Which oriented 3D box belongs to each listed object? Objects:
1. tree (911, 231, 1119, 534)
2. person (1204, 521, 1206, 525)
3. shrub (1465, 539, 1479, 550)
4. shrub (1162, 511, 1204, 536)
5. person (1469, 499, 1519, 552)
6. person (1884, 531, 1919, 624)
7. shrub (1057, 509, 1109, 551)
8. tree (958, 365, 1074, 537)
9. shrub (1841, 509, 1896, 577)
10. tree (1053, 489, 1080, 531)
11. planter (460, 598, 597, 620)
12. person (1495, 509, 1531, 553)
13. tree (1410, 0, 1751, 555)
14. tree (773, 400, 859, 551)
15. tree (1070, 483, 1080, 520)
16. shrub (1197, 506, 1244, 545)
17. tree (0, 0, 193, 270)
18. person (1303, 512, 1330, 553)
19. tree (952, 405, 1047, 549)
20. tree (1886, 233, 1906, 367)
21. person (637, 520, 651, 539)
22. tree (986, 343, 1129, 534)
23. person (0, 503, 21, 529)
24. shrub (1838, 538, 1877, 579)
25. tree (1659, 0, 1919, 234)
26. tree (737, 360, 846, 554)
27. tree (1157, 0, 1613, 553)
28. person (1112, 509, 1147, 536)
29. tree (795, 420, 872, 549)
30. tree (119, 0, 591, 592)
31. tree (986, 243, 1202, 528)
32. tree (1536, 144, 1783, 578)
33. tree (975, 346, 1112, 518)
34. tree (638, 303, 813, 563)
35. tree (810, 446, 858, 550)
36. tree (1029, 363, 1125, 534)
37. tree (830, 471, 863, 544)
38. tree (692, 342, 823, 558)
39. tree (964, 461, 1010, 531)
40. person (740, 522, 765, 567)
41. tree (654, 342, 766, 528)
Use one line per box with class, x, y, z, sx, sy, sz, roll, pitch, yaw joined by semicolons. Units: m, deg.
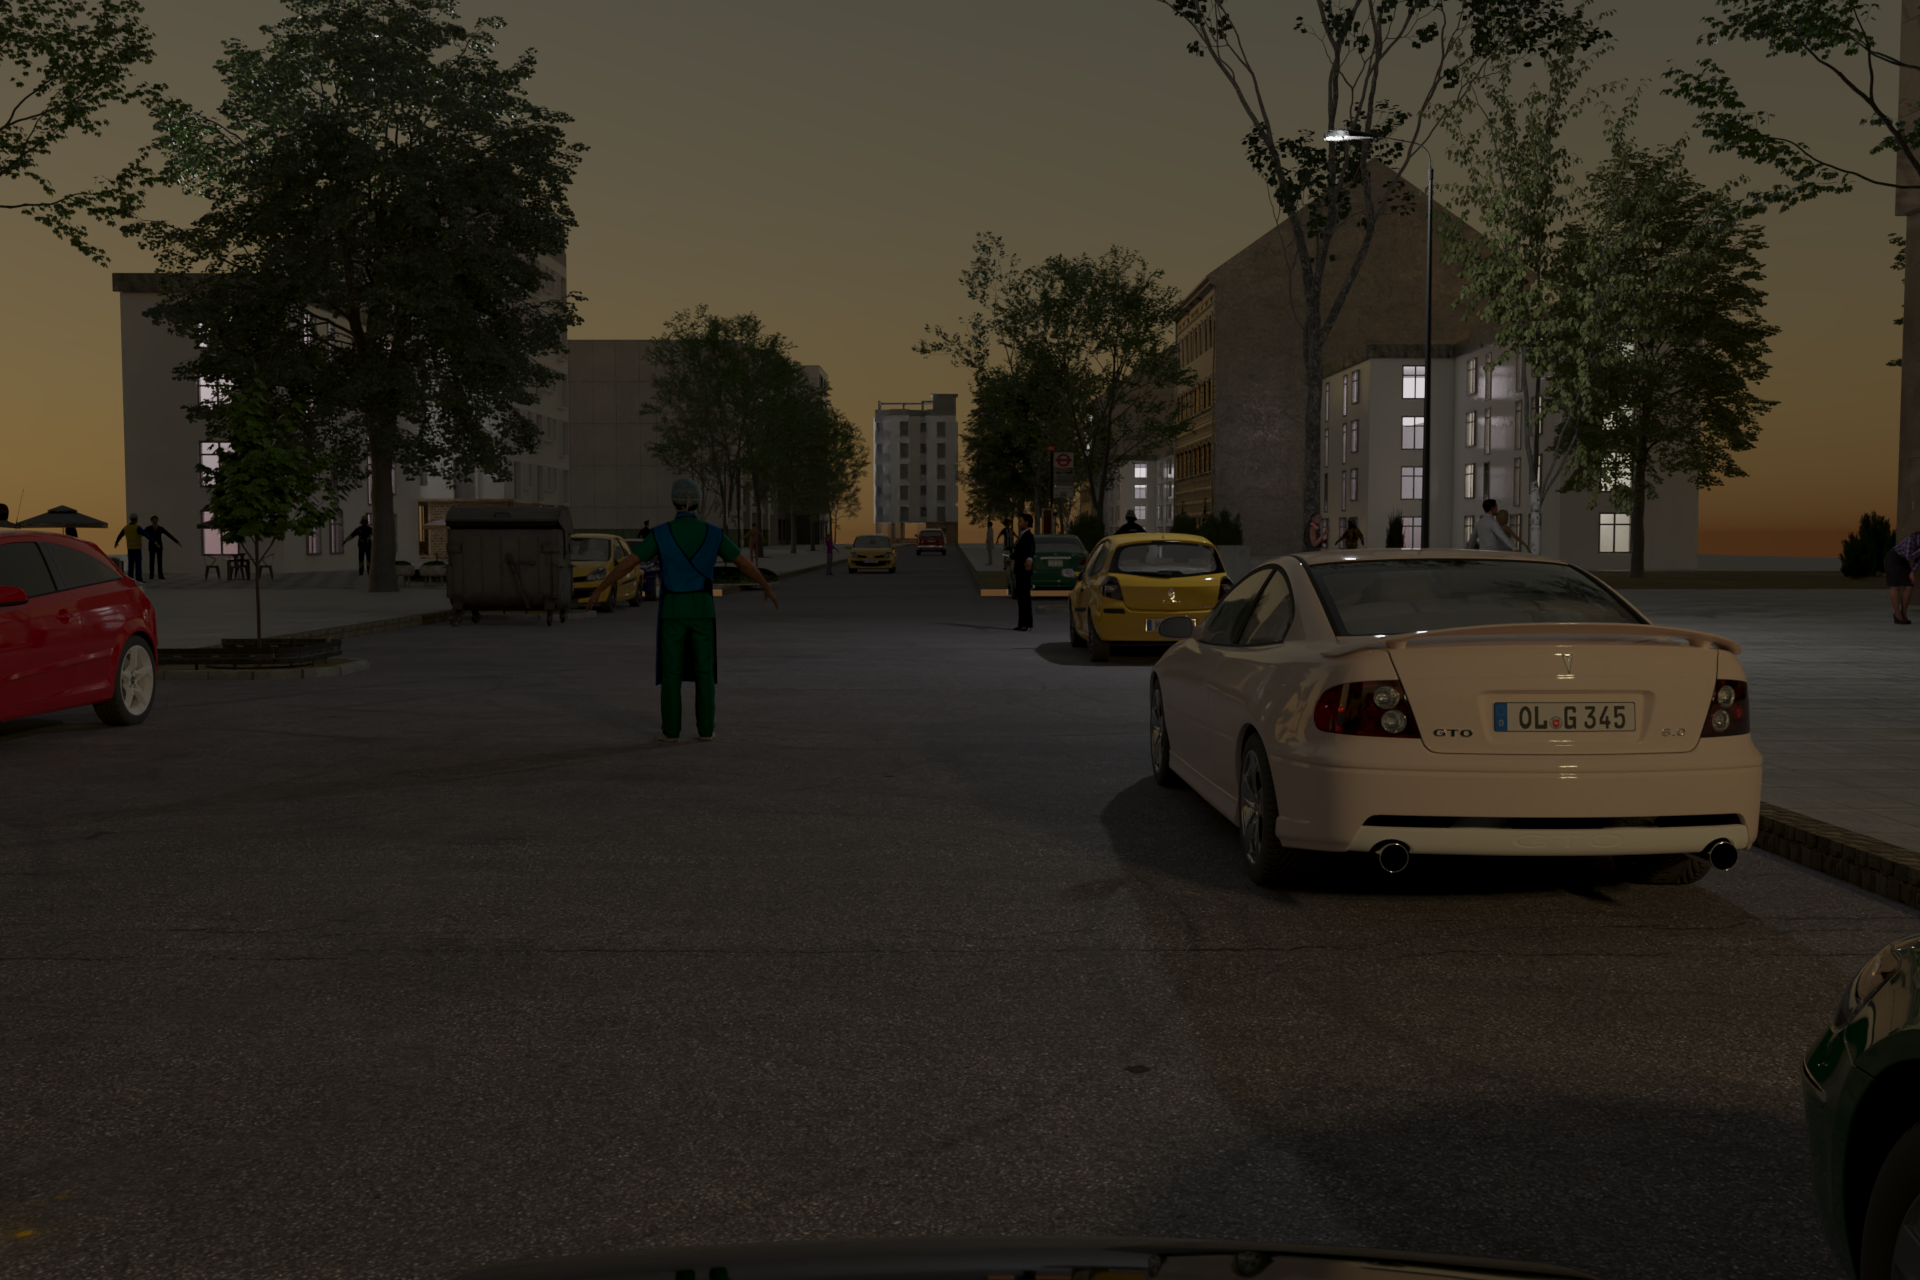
tree;3.788;-15.492;109.188;12.611;20.169;13.585;0;3;0
person;9.867;-3.867;69.076;0.705;1.847;1.347;0;4;7
shrub;14.036;-2.215;47.334;1.383;1.207;1.383;0;3;0
shrub;7.079;-3.088;54.904;1.690;2.028;1.600;0;3;0
person;8.002;-1.220;26.109;0.704;1.810;1.344;-1;4;-16
person;13.455;-0.933;24.524;0.421;1.427;0.697;-2;4;-26
shrub;3.959;-3.121;55.075;1.661;2.075;1.752;0;3;0
tree;4.714;-13.665;130.079;9.857;13.997;8.962;0;3;0
shrub;27.443;-2.917;52.116;1.690;2.028;1.600;0;3;0
tree;13.958;-17.206;231.678;4.737;8.622;4.395;0;3;0
planter;-7.358;-0.534;29.875;1.991;0.319;1.994;0;4;-1
person;10.488;-1.629;33.251;0.721;1.753;1.214;-2;4;-26
tree;8.357;-4.524;24.330;4.737;8.622;4.395;0;3;0
tree;-11.179;-12.465;129.551;9.928;11.665;9.643;0;3;0
tree;17.426;-17.619;238.435;4.360;8.622;3.978;0;3;0
shrub;7.474;-2.773;49.374;1.661;2.075;1.752;0;3;0
tree;-13.213;-5.788;20.387;9.928;11.665;9.643;0;3;0
person;5.911;-1.289;28.591;0.415;1.643;0.593;-3;5;-42
tree;4.357;-14.344;144.889;12.009;13.543;11.850;0;3;0
tree;25.902;-7.524;41.150;7.486;12.596;7.792;0;3;0
person;-12.326;-3.812;68.257;1.347;1.837;0.705;2;4;35
tree;4.750;-9.199;84.822;7.601;10.594;8.767;0;4;5
person;-14.326;-1.170;25.893;1.215;1.744;0.721;-3;5;-40
shrub;25.448;-2.325;49.131;1.383;1.207;1.383;0;3;0
tree;8.604;-5.372;13.588;9.928;11.665;9.643;0;3;0
tree;-11.256;-11.964;113.740;7.486;12.596;7.792;0;3;0
tree;9.200;-11.097;37.324;12.611;20.169;13.585;0;3;0
person;3.919;-2.081;39.889;1.351;1.845;0.704;-1;4;-14
tree;-11.031;-13.465;145.910;9.928;11.665;9.643;0;3;0
tree;-12.963;-8.045;38.190;9.857;13.997;8.962;0;3;0
tree;5.023;-8.423;63.464;9.928;11.665;9.643;0;3;0
tree;20.432;-8.134;51.111;7.486;12.596;7.792;0;3;0
tree;4.607;-10.405;95.880;9.928;11.665;9.643;0;3;0
tree;-10.447;-9.275;77.399;9.928;11.665;9.643;0;3;0
tree;-10.882;-11.398;136.720;4.360;8.622;3.978;0;3;0
tree;4.816;-7.645;75.353;4.737;8.622;4.395;0;3;0
tree;-16.348;-18.104;230.415;7.601;10.594;8.767;0;4;2
tree;-11.004;-10.281;93.842;9.928;11.665;9.643;0;3;0
tree;4.298;-19.410;235.485;7.486;12.596;7.792;0;3;0
person;-8.062;-3.702;67.325;1.217;1.733;0.721;-3;5;-41
tree;-10.073;-7.113;66.657;4.360;8.622;3.978;0;3;0
